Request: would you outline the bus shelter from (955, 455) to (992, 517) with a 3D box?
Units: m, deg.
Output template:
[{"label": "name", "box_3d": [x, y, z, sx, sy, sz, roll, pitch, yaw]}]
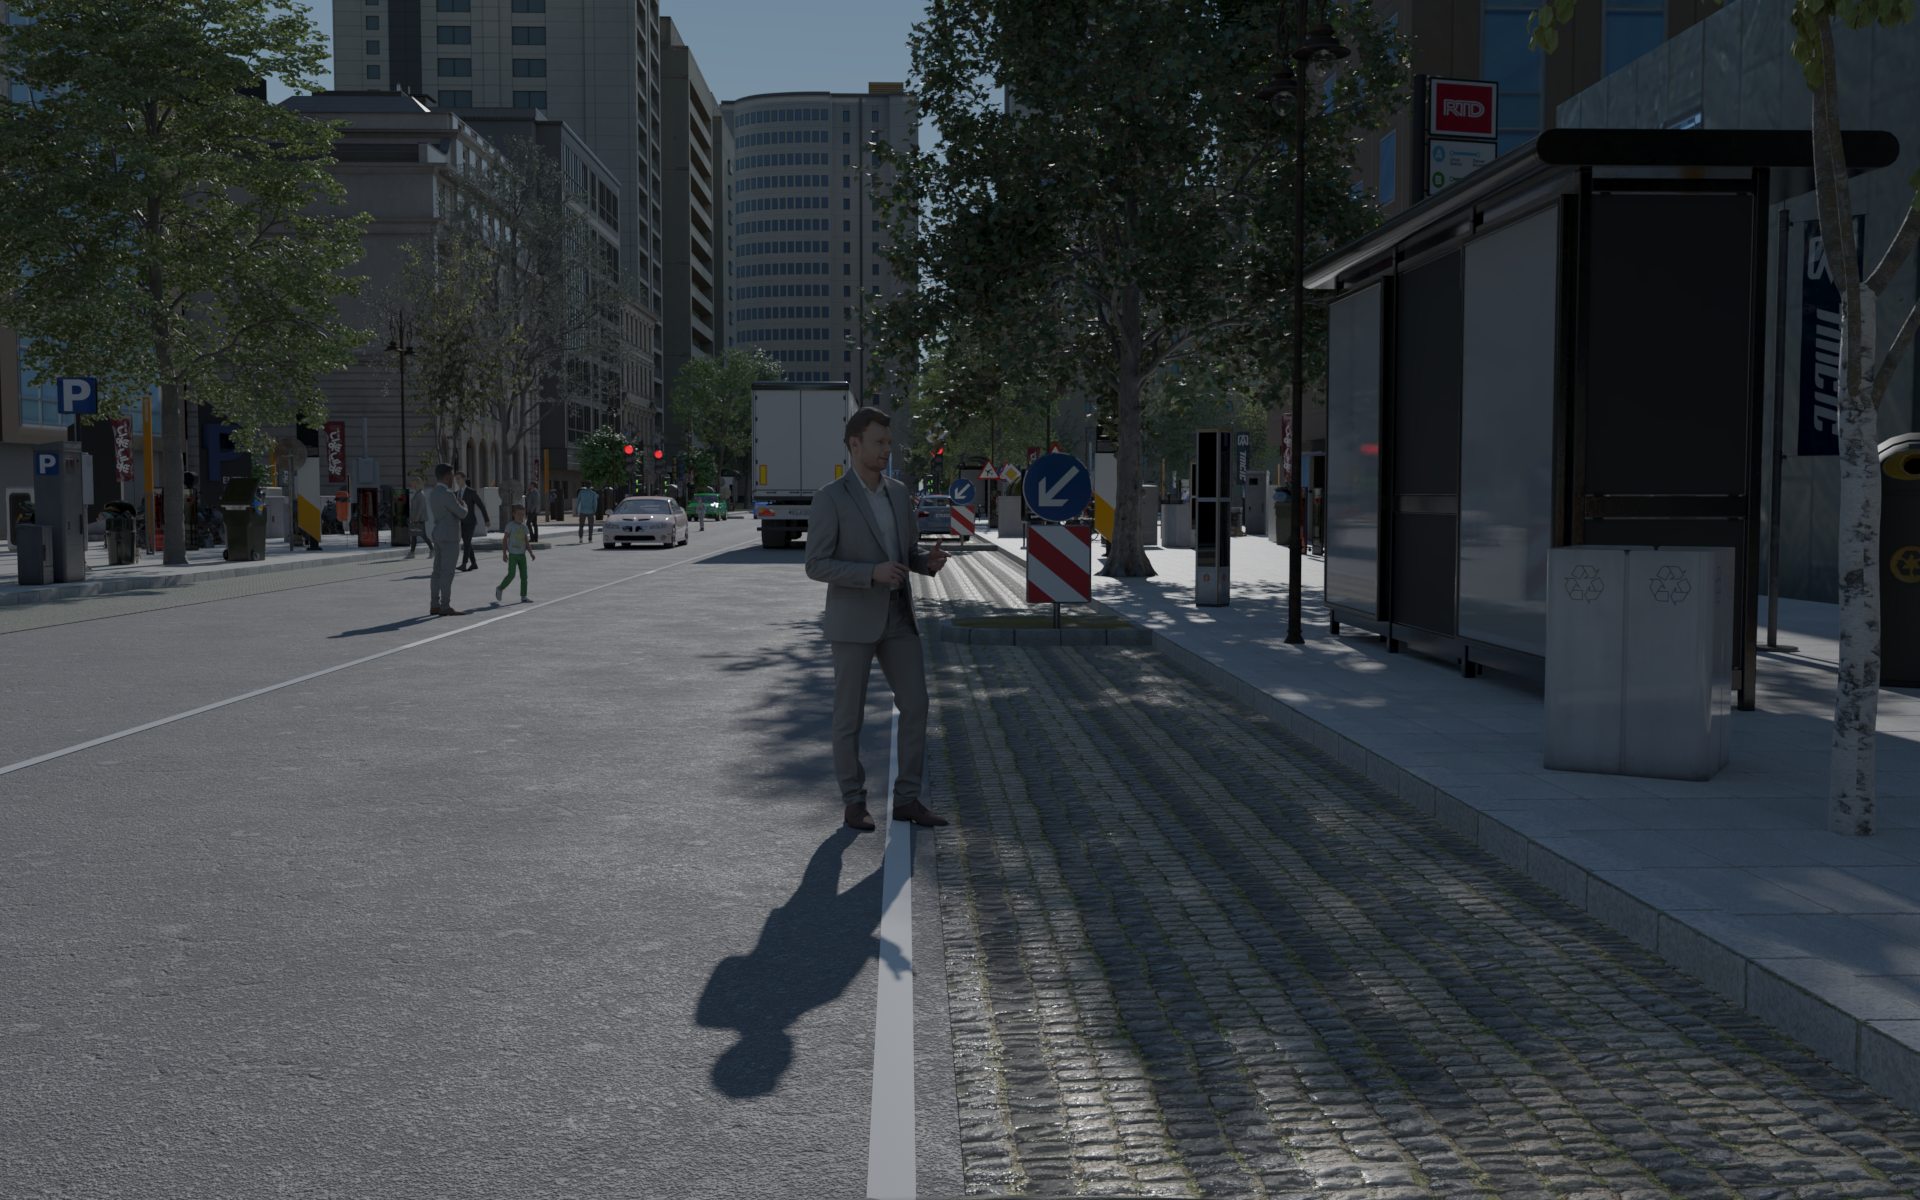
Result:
[{"label": "bus shelter", "box_3d": [0.848, -6.050, 92.849, 2.014, 3.302, 5.546, 0, 4, -2]}]

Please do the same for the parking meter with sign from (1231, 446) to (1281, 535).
[{"label": "parking meter with sign", "box_3d": [9.379, -3.573, 54.673, 1.738, 3.016, 0.543, 2, 4, 24]}]

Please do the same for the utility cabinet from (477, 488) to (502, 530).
[{"label": "utility cabinet", "box_3d": [-16.432, -3.178, 60.647, 0.318, 1.500, 1.173, 1, 4, 21]}]

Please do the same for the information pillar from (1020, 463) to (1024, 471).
[{"label": "information pillar", "box_3d": [4.399, -7.954, 121.401, 0.504, 3.616, 0.183, -3, 5, -40]}]

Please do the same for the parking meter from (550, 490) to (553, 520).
[{"label": "parking meter", "box_3d": [-20.166, -4.747, 86.016, 0.372, 1.533, 0.369, 0, 3, 0]}]

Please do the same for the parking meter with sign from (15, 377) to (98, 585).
[{"label": "parking meter with sign", "box_3d": [-13.092, -1.762, 25.076, 0.543, 3.016, 1.738, 0, 4, -5]}]

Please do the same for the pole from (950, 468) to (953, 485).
[{"label": "pole", "box_3d": [-0.627, -7.920, 123.330, 0.158, 3.312, 0.155, 0, 3, 0]}]

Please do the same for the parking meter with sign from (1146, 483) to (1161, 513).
[{"label": "parking meter with sign", "box_3d": [13.104, -7.520, 119.205, 1.738, 3.016, 0.543, 1, 4, 11]}]

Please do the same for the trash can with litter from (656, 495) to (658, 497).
[{"label": "trash can with litter", "box_3d": [-21.063, -6.651, 119.799, 1.678, 1.210, 2.233, -1, 4, -17]}]

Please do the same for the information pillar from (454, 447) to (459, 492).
[{"label": "information pillar", "box_3d": [-23.487, -5.471, 80.809, 0.183, 3.616, 0.504, 0, 4, 0]}]

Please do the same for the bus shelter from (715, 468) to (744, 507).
[{"label": "bus shelter", "box_3d": [-18.417, -8.790, 137.645, 2.014, 3.302, 5.546, 0, 4, -2]}]

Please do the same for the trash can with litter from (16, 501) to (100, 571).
[{"label": "trash can with litter", "box_3d": [-14.467, -0.996, 27.676, 1.055, 1.170, 0.624, 0, 4, -7]}]

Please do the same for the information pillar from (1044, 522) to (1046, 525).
[{"label": "information pillar", "box_3d": [2.772, -2.971, 53.068, 0.304, 2.012, 0.304, 1, 4, 18]}]

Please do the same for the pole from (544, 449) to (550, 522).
[{"label": "pole", "box_3d": [-18.876, -5.217, 79.140, 0.158, 3.312, 0.155, 0, 3, 0]}]

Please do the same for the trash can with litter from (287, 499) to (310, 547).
[{"label": "trash can with litter", "box_3d": [-16.213, -1.912, 42.645, 0.624, 1.170, 1.055, -1, 4, -15]}]

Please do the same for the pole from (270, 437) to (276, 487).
[{"label": "pole", "box_3d": [-24.595, -4.172, 62.053, 0.158, 3.312, 0.155, 0, 3, 0]}]

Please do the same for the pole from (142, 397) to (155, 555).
[{"label": "pole", "box_3d": [-17.110, -2.611, 36.526, 0.158, 3.312, 0.155, 0, 3, 0]}]

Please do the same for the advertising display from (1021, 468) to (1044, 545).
[{"label": "advertising display", "box_3d": [1.835, -2.351, 43.655, 0.123, 1.923, 0.974, 2, 4, 33]}]

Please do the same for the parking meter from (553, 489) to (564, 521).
[{"label": "parking meter", "box_3d": [-18.945, -4.502, 82.019, 0.372, 1.533, 0.369, 0, 3, 0]}]

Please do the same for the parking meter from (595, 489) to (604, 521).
[{"label": "parking meter", "box_3d": [-18.956, -5.061, 91.159, 0.372, 1.533, 0.369, 0, 3, 0]}]

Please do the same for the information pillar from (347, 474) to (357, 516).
[{"label": "information pillar", "box_3d": [-21.999, -3.563, 62.750, 0.304, 2.012, 0.304, -3, 4, -37]}]

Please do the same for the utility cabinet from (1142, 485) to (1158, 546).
[{"label": "utility cabinet", "box_3d": [4.295, -2.041, 42.049, 1.173, 1.500, 0.318, -3, 5, -39]}]

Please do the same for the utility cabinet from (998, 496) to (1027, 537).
[{"label": "utility cabinet", "box_3d": [1.661, -2.509, 52.181, 1.020, 1.237, 0.306, 0, 4, 4]}]

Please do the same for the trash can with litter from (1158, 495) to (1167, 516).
[{"label": "trash can with litter", "box_3d": [11.710, -5.565, 102.048, 1.678, 1.210, 2.233, 3, 5, 43]}]

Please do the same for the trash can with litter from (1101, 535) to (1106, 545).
[{"label": "trash can with litter", "box_3d": [3.988, -1.969, 43.576, 1.055, 1.170, 0.624, -1, 4, -12]}]

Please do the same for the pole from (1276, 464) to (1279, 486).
[{"label": "pole", "box_3d": [21.387, -7.509, 116.610, 0.158, 3.312, 0.155, 0, 3, 0]}]

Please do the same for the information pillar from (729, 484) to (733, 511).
[{"label": "information pillar", "box_3d": [-16.901, -7.566, 128.193, 0.304, 2.012, 0.304, 1, 4, 11]}]

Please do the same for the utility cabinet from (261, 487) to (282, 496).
[{"label": "utility cabinet", "box_3d": [-21.513, -2.775, 54.045, 0.318, 1.500, 1.173, 0, 4, 1]}]

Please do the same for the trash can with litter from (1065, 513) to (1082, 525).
[{"label": "trash can with litter", "box_3d": [3.826, -2.687, 55.313, 1.055, 1.170, 0.624, 3, 5, 41]}]

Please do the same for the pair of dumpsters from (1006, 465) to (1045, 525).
[{"label": "pair of dumpsters", "box_3d": [2.490, -3.508, 59.845, 1.574, 2.255, 4.437, 0, 4, -2]}]

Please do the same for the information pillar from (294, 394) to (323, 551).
[{"label": "information pillar", "box_3d": [-14.760, -2.930, 39.255, 0.504, 3.616, 0.183, -2, 4, -28]}]

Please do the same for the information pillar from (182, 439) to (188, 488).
[{"label": "information pillar", "box_3d": [-28.330, -4.389, 63.116, 0.504, 3.616, 0.183, 2, 4, 23]}]

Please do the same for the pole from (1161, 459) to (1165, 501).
[{"label": "pole", "box_3d": [11.651, -6.467, 99.578, 0.158, 3.312, 0.155, 0, 3, 0]}]

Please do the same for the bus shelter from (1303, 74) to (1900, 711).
[{"label": "bus shelter", "box_3d": [4.233, -2.244, 14.314, 2.179, 5.291, 8.768, 0, 4, -2]}]

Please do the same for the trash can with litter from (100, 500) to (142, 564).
[{"label": "trash can with litter", "box_3d": [-15.331, -1.239, 31.644, 0.624, 1.170, 1.055, -1, 4, -16]}]

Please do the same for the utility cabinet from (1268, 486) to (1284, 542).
[{"label": "utility cabinet", "box_3d": [8.453, -2.278, 45.917, 0.318, 1.500, 1.173, 0, 4, -1]}]

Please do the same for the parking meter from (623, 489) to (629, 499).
[{"label": "parking meter", "box_3d": [-21.292, -6.310, 111.571, 0.372, 1.533, 0.369, 0, 3, 0]}]

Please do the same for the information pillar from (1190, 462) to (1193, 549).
[{"label": "information pillar", "box_3d": [5.533, -2.187, 40.249, 0.304, 2.012, 0.304, 1, 4, 23]}]

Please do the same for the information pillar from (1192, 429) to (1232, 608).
[{"label": "information pillar", "box_3d": [2.881, -0.930, 19.701, 0.304, 2.012, 0.304, 3, 4, 37]}]

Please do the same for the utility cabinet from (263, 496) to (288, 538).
[{"label": "utility cabinet", "box_3d": [-20.218, -2.404, 50.462, 1.020, 1.237, 0.306, -1, 4, -21]}]

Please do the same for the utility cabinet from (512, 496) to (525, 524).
[{"label": "utility cabinet", "box_3d": [-16.385, -3.178, 63.121, 1.020, 1.237, 0.306, 0, 4, 8]}]

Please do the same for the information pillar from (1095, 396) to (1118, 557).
[{"label": "information pillar", "box_3d": [3.002, -2.690, 35.330, 0.504, 3.616, 0.183, -1, 4, -14]}]

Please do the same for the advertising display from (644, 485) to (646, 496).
[{"label": "advertising display", "box_3d": [-23.422, -7.429, 126.679, 0.974, 1.923, 0.123, -1, 4, -10]}]

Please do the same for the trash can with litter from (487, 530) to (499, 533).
[{"label": "trash can with litter", "box_3d": [-15.700, -2.791, 56.686, 2.233, 1.210, 1.678, -1, 4, -14]}]

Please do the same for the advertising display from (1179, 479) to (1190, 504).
[{"label": "advertising display", "box_3d": [9.853, -4.335, 76.085, 0.123, 1.923, 0.974, 2, 4, 31]}]

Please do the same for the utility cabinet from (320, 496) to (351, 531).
[{"label": "utility cabinet", "box_3d": [-21.429, -2.948, 59.368, 1.020, 1.237, 0.306, -3, 4, -35]}]
